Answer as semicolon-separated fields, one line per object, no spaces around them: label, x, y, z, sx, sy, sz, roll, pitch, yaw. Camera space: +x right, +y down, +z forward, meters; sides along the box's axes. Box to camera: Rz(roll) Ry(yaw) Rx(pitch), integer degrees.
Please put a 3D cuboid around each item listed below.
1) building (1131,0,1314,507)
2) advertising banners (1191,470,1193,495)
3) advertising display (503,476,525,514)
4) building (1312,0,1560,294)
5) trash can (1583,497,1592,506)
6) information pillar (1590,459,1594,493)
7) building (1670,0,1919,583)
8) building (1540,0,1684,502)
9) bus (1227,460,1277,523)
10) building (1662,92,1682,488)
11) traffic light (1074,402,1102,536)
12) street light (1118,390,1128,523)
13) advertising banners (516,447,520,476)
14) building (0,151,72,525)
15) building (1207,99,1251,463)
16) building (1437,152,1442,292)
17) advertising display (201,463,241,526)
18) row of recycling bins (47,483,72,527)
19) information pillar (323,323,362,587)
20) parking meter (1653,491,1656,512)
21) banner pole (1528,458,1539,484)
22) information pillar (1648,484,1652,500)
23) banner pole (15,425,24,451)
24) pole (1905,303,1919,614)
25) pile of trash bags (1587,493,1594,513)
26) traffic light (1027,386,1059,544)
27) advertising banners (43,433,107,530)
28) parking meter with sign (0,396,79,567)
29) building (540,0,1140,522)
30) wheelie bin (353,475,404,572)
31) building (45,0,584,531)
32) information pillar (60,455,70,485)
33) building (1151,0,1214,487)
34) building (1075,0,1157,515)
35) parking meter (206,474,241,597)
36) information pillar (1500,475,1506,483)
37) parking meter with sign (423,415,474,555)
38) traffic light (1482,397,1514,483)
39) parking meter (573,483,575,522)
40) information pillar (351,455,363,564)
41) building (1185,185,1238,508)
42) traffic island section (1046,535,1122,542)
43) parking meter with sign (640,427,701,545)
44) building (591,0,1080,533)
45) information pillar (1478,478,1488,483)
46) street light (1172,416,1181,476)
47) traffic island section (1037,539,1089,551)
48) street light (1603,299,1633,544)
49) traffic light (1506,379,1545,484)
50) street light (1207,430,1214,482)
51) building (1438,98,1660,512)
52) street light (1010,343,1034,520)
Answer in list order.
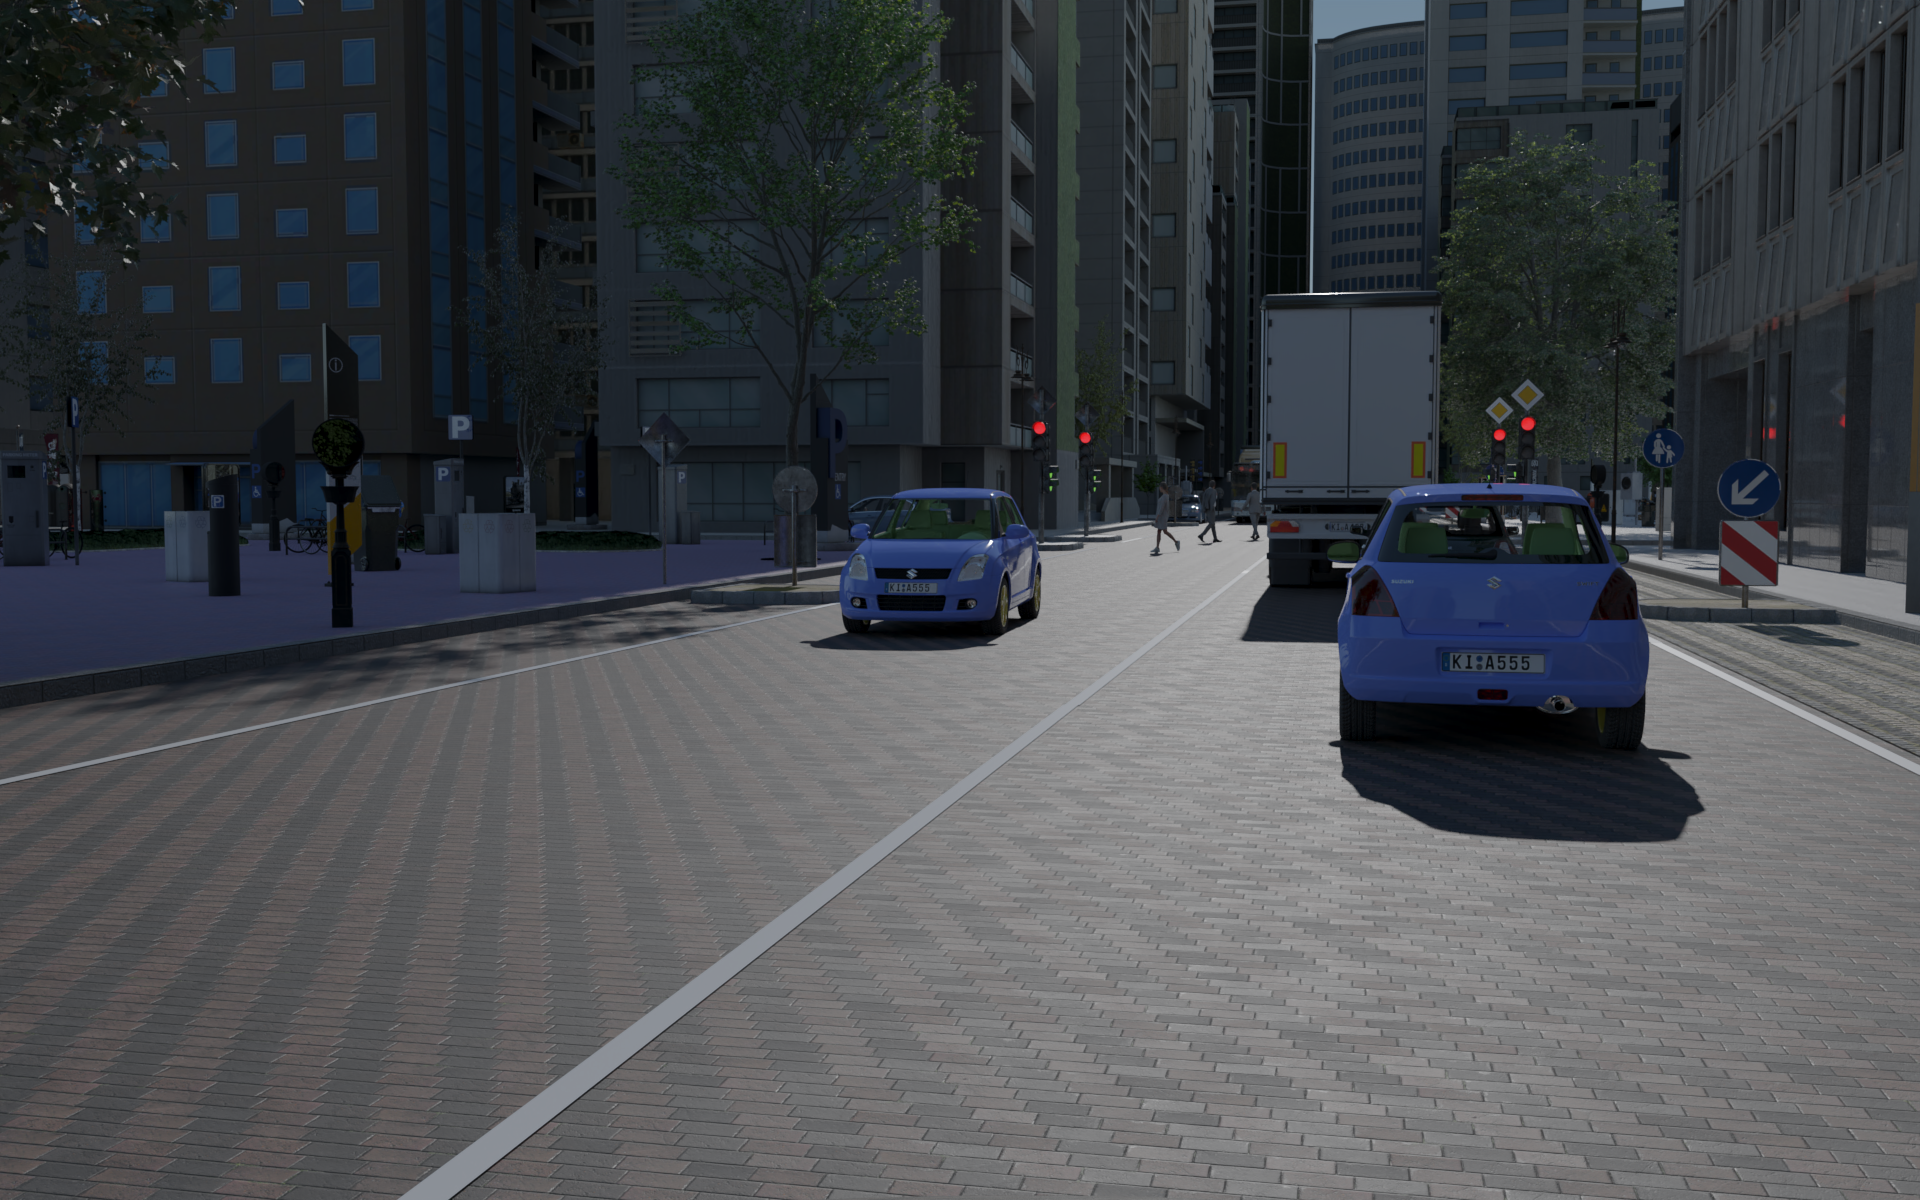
building;33.663;-47.739;218.788;20.611;71.187;20.563;1;4;13
advertising banners;14.601;-6.905;109.091;0.090;3.025;2.074;0;4;8
advertising display;-15.628;-3.403;60.856;0.123;1.923;0.974;2;4;35
building;57.978;-41.111;214.157;28.212;58.520;21.231;1;4;13
trash can;26.342;-3.771;73.307;0.748;1.137;0.748;0;3;0
information pillar;41.691;-7.516;114.237;0.183;3.616;0.504;3;4;37
building;20.432;-12.907;29.059;12.078;24.808;19.932;1;4;13
building;85.707;-40.758;208.390;28.212;58.520;21.231;1;4;13
bus;15.757;-5.799;89.680;2.948;3.499;13.247;1;4;13
building;82.360;-32.449;180.659;14.200;45.320;14.600;1;4;13
traffic light;3.868;-3.899;52.676;0.839;4.253;0.868;1;4;13
street light;7.220;-6.382;77.133;0.468;5.910;1.993;1;4;13
advertising banners;-16.634;-4.184;64.602;0.090;3.025;2.074;-2;4;-25
building;-51.753;-32.710;76.810;28.212;58.520;21.231;1;4;13
building;21.692;-30.088;175.533;14.154;41.232;14.086;1;4;13
building;47.042;-22.831;144.984;14.160;30.474;14.107;1;4;13
advertising display;-15.496;-1.905;36.364;0.123;1.923;0.974;1;4;19
row of recycling bins;-36.025;-3.738;68.234;3.534;1.692;1.069;2;4;26
information pillar;-8.579;-1.999;24.041;0.183;3.616;0.504;3;5;43
parking meter;42.731;-5.985;106.270;0.372;1.533;0.369;0;3;0
banner pole;35.157;-7.124;106.497;0.863;3.779;0.401;0;4;6
information pillar;41.177;-6.850;103.344;0.183;3.616;0.504;2;4;32
banner pole;-33.983;-4.444;62.680;0.401;3.779;0.863;-3;5;-44
pole;10.302;-1.512;18.560;0.158;3.312;0.155;0;3;0
pile of trash bags;37.753;-6.017;108.131;3.447;1.369;1.912;0;4;-2
traffic light;2.127;-3.423;44.882;0.839;4.253;0.868;1;4;13
advertising banners;-25.822;-3.324;50.539;0.090;3.025;2.074;1;4;23
parking meter with sign;-16.686;-2.116;30.864;1.738;3.016;0.543;-1;4;-16
building;-7.464;-24.330;89.670;32.217;40.220;23.993;1;4;13
wheelie bin;-9.808;-1.285;28.924;0.693;1.594;0.980;3;5;43
building;-24.234;-25.464;66.451;14.200;45.320;14.600;1;4;13
information pillar;-36.776;-4.878;71.111;0.504;3.616;0.183;1;4;11
building;6.429;-33.833;142.405;28.713;52.752;27.495;1;4;13
building;4.463;-41.517;117.058;20.563;71.187;20.611;1;4;13
parking meter;-9.282;-0.820;21.816;0.372;1.533;0.369;0;3;0
information pillar;21.161;-3.871;67.782;0.304;2.012;0.304;2;4;32
parking meter with sign;-11.050;-2.514;37.369;0.543;3.016;1.738;0;4;5
traffic light;15.546;-3.741;50.093;0.839;4.253;0.868;1;4;13
parking meter;-17.628;-4.535;79.851;0.255;1.863;0.399;1;4;12
information pillar;-11.092;-1.662;31.674;0.304;2.012;0.304;0;4;-6
building;18.408;-23.882;162.176;14.160;30.474;14.107;1;4;13
traffic island section;3.831;-1.868;52.819;2.009;0.180;2.903;1;4;13
parking meter with sign;-7.379;-2.945;44.409;1.738;3.016;0.543;3;4;36
building;-3.731;-23.092;61.156;14.154;41.232;14.086;1;4;13
information pillar;23.220;-4.432;76.953;0.304;2.012;0.304;-1;4;-9
street light;12.602;-7.850;101.135;0.468;5.910;1.993;1;4;13
traffic island section;2.090;-1.391;45.025;2.009;0.180;2.903;1;4;13
street light;15.587;-4.181;41.147;0.468;5.910;1.993;1;4;13
traffic light;13.805;-3.265;42.299;0.839;4.253;0.868;1;4;13
street light;18.096;-9.335;125.422;0.468;5.910;1.993;1;4;13
building;44.232;-21.987;131.182;14.160;30.474;14.107;1;4;13
street light;1.921;-4.928;53.361;0.468;5.910;1.993;1;4;13
